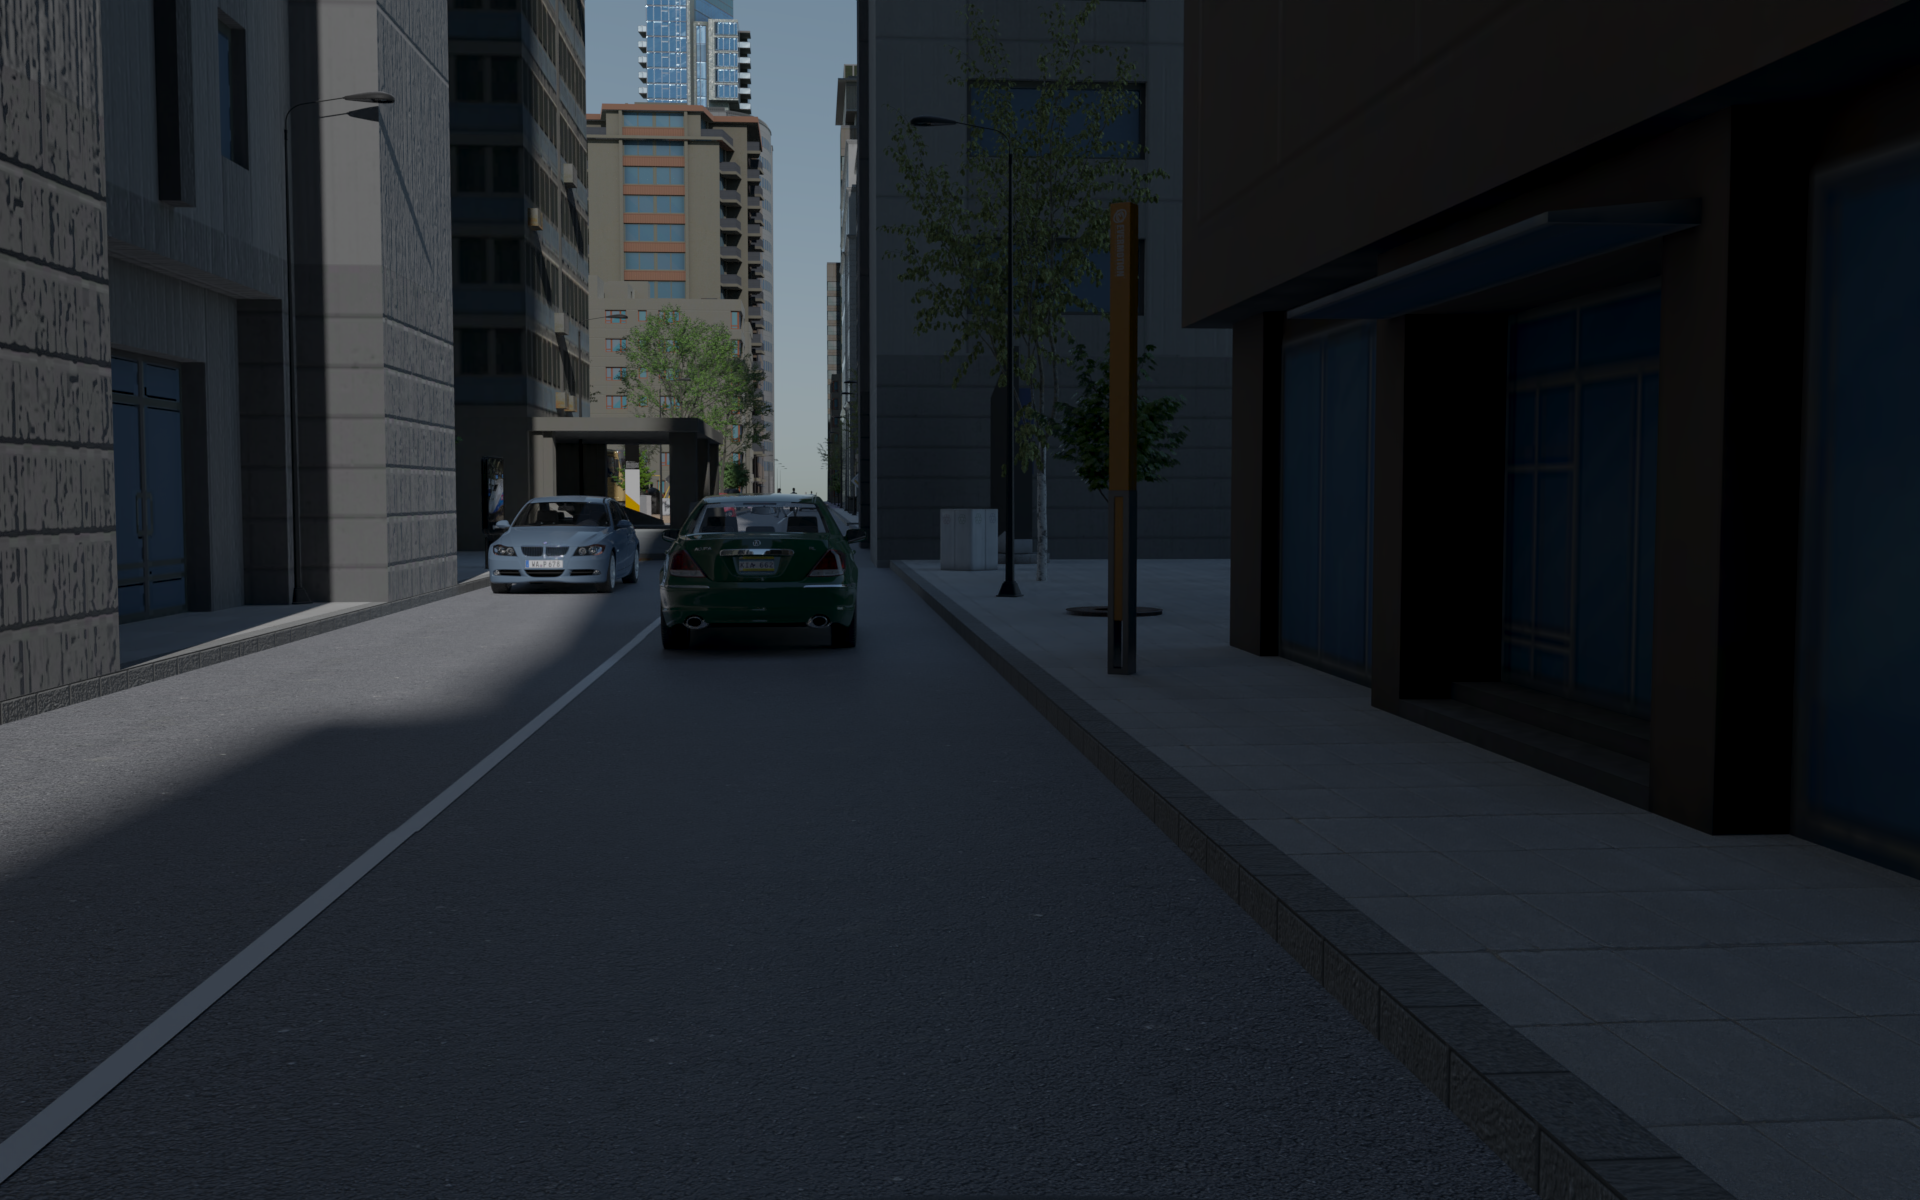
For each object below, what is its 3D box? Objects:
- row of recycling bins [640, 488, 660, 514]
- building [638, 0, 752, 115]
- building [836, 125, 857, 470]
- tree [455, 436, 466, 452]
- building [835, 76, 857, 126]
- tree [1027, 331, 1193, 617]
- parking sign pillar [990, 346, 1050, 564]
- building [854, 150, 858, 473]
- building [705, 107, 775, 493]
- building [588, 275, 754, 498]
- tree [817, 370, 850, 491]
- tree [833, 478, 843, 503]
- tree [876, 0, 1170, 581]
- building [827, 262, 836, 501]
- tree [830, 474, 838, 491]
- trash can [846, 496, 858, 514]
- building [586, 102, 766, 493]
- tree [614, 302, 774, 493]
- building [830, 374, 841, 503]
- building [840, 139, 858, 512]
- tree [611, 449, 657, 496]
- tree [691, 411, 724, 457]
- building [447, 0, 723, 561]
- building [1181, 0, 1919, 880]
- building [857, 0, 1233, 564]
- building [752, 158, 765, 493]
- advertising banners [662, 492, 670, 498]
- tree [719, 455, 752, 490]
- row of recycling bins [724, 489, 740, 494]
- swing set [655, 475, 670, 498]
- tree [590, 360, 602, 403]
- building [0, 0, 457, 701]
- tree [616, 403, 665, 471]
[{"bbox_3d":[-20.394,-6.243,109.191,1.069,1.692,3.534,3,4,37],"label":"row of recycling bins"},{"bbox_3d":[-42.730,-59.962,293.054,22.319,86.520,31.000,0,4,-5],"label":"building"},{"bbox_3d":[-6.467,-31.322,195.709,14.154,41.232,14.086,0,4,-5],"label":"building"},{"bbox_3d":[-8.820,-2.009,27.450,1.663,3.219,1.824,0,3,0],"label":"tree"},{"bbox_3d":[-0.949,-38.374,216.646,28.713,52.752,27.495,0,4,-5],"label":"building"},{"bbox_3d":[1.690,-1.451,18.324,1.663,3.219,1.824,0,3,0],"label":"tree"},{"bbox_3d":[0.952,-2.677,32.241,1.447,3.967,1.447,-1,4,-16],"label":"parking sign pillar"},{"bbox_3d":[0.549,-19.519,112.650,14.314,27.812,24.014,0,4,-5],"label":"building"},{"bbox_3d":[-39.207,-44.135,263.599,21.231,58.520,28.212,0,4,-5],"label":"building"},{"bbox_3d":[-34.401,-19.706,167.235,27.650,21.520,28.899,0,4,-5],"label":"building"},{"bbox_3d":[-4.848,-8.910,96.047,4.737,8.622,4.395,0,3,0],"label":"tree"},{"bbox_3d":[-17.157,-15.518,248.313,1.663,3.219,1.824,0,3,0],"label":"tree"},{"bbox_3d":[0.972,-4.583,25.297,4.737,8.622,4.395,0,3,0],"label":"tree"},{"bbox_3d":[-16.449,-38.074,306.103,14.154,41.232,14.086,0,4,-5],"label":"building"},{"bbox_3d":[-16.872,-15.893,243.556,4.285,4.588,4.351,0,3,0],"label":"tree"},{"bbox_3d":[-7.037,-6.197,112.966,0.748,1.137,0.748,0,3,0],"label":"trash can"},{"bbox_3d":[-33.457,-33.132,196.328,22.147,44.769,28.867,0,4,-5],"label":"building"},{"bbox_3d":[-15.172,-10.368,95.277,9.928,11.665,9.643,0,3,0],"label":"tree"},{"bbox_3d":[-5.871,-25.672,264.780,27.650,21.520,28.899,0,4,-5],"label":"building"},{"bbox_3d":[-3.819,-22.121,139.177,11.434,29.767,29.804,0,4,-5],"label":"building"},{"bbox_3d":[-12.256,-4.361,65.907,1.663,3.219,1.824,0,3,0],"label":"tree"},{"bbox_3d":[-22.407,-12.275,151.060,4.737,8.622,4.395,0,3,0],"label":"tree"},{"bbox_3d":[-22.433,-21.424,42.165,32.217,40.220,23.993,0,4,-5],"label":"building"},{"bbox_3d":[9.373,-21.838,7.169,14.600,45.320,14.200,0,4,-5],"label":"building"},{"bbox_3d":[7.668,-30.865,46.642,21.231,58.520,28.212,0,4,-5],"label":"building"},{"bbox_3d":[-32.352,-34.745,218.192,14.600,45.320,14.200,0,4,-5],"label":"building"},{"bbox_3d":[-23.091,-8.707,138.540,2.074,3.025,0.090,0,4,1],"label":"advertising banners"},{"bbox_3d":[-19.044,-9.851,144.772,4.285,4.588,4.351,0,3,0],"label":"tree"},{"bbox_3d":[-17.829,-7.804,134.702,1.069,1.692,3.534,-1,4,-18],"label":"row of recycling bins"},{"bbox_3d":[-20.355,-7.832,125.675,2.862,2.851,3.119,-1,4,-16],"label":"swing set"},{"bbox_3d":[-18.810,-7.953,80.396,4.360,8.622,3.978,0,3,0],"label":"tree"},{"bbox_3d":[-16.399,-28.499,7.954,21.231,58.520,28.212,0,4,-5],"label":"building"},{"bbox_3d":[-24.762,-11.322,135.478,4.360,8.622,3.978,0,3,0],"label":"tree"}]
